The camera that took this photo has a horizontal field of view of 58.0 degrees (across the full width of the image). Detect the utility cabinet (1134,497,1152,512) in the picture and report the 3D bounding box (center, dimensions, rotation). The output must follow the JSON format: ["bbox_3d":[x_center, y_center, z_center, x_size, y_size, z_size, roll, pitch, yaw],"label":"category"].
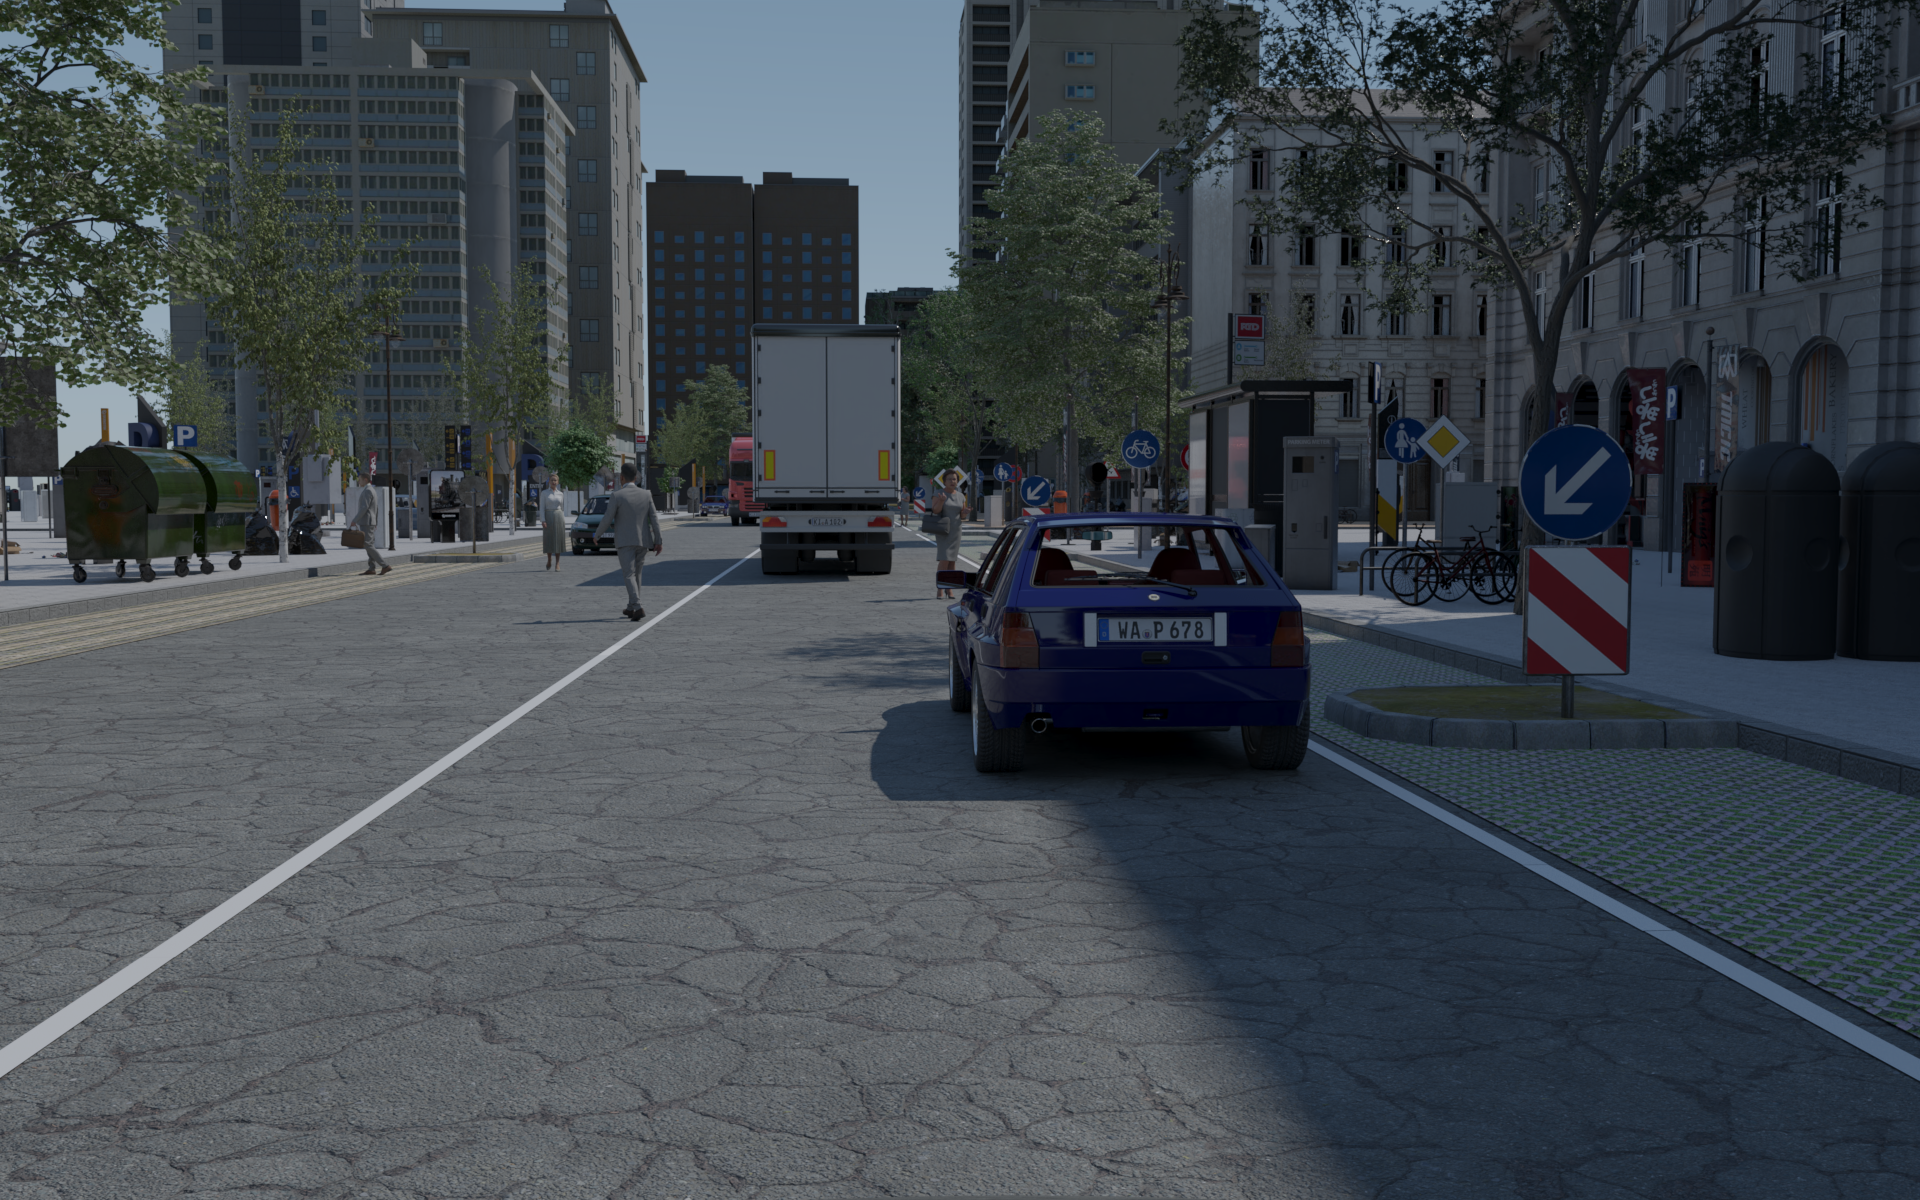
[{"bbox_3d":[4.201,-1.748,39.740,0.306,1.237,1.020,0,4,-2],"label":"utility cabinet"}]

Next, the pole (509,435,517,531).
[{"bbox_3d":[-15.319,-4.003,59.292,0.158,3.312,0.155,0,3,0],"label":"pole"}]

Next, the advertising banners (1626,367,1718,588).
[{"bbox_3d":[10.209,-1.685,23.744,2.074,3.025,0.090,1,4,21],"label":"advertising banners"}]

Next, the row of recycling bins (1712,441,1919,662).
[{"bbox_3d":[7.797,-0.395,13.578,3.534,1.692,1.069,0,4,2],"label":"row of recycling bins"}]

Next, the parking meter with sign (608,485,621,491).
[{"bbox_3d":[-23.689,-7.589,120.345,1.738,3.016,0.543,1,4,17],"label":"parking meter with sign"}]

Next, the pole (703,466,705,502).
[{"bbox_3d":[-18.878,-8.182,127.617,0.158,3.312,0.155,0,3,0],"label":"pole"}]

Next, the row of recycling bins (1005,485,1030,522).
[{"bbox_3d":[2.820,-4.440,79.713,1.069,1.692,3.534,-1,4,-10],"label":"row of recycling bins"}]

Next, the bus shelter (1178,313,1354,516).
[{"bbox_3d":[5.913,-3.578,36.137,2.179,5.291,8.768,0,4,-4],"label":"bus shelter"}]

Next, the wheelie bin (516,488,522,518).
[{"bbox_3d":[-23.290,-5.089,91.109,0.693,1.594,0.980,-1,4,-10],"label":"wheelie bin"}]

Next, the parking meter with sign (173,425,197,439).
[{"bbox_3d":[-19.902,-2.950,44.499,0.543,3.016,1.738,-2,4,-26],"label":"parking meter with sign"}]

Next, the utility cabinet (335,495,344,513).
[{"bbox_3d":[-42.050,-6.526,117.854,1.020,1.237,0.306,1,4,17],"label":"utility cabinet"}]

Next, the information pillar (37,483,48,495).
[{"bbox_3d":[-63.204,-7.025,119.348,0.304,2.012,0.304,-2,4,-32],"label":"information pillar"}]

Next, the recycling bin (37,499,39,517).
[{"bbox_3d":[-51.939,-5.147,96.704,0.722,1.027,0.722,-3,5,-40],"label":"recycling bin"}]

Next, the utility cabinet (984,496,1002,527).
[{"bbox_3d":[1.294,-3.482,68.089,0.306,1.237,1.020,2,4,27],"label":"utility cabinet"}]

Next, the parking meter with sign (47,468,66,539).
[{"bbox_3d":[-26.155,-3.328,50.677,0.543,3.016,1.738,0,4,5],"label":"parking meter with sign"}]

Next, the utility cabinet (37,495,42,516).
[{"bbox_3d":[-53.215,-5.422,99.812,1.020,1.237,0.306,2,4,31],"label":"utility cabinet"}]

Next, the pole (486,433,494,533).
[{"bbox_3d":[-15.618,-3.895,57.522,0.158,3.312,0.155,0,3,0],"label":"pole"}]

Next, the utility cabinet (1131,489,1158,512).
[{"bbox_3d":[7.600,-3.831,71.314,1.173,1.500,0.318,3,5,44],"label":"utility cabinet"}]

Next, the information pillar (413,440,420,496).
[{"bbox_3d":[-23.412,-5.094,74.634,0.183,3.616,0.504,-3,5,-45],"label":"information pillar"}]

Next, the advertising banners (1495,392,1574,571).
[{"bbox_3d":[9.744,-2.025,29.292,2.074,3.025,0.090,-3,4,-37],"label":"advertising banners"}]

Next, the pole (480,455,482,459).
[{"bbox_3d":[-25.124,-5.929,90.783,0.158,3.312,0.155,0,3,0],"label":"pole"}]

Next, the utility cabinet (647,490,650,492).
[{"bbox_3d":[-18.148,-5.466,98.053,1.173,1.500,0.318,0,4,6],"label":"utility cabinet"}]

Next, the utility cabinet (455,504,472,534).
[{"bbox_3d":[-15.941,-2.757,56.238,1.020,1.237,0.306,0,4,-2],"label":"utility cabinet"}]

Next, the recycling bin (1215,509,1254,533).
[{"bbox_3d":[4.824,-1.063,29.937,0.722,1.027,0.722,0,4,-3],"label":"recycling bin"}]

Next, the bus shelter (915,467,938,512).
[{"bbox_3d":[-2.068,-7.916,123.356,2.014,3.302,5.546,0,4,-4],"label":"bus shelter"}]

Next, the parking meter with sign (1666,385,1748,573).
[{"bbox_3d":[12.346,-1.938,27.952,1.738,3.016,0.543,0,4,5],"label":"parking meter with sign"}]

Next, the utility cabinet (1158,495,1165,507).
[{"bbox_3d":[10.118,-4.740,88.658,0.306,1.237,1.020,-3,4,-38],"label":"utility cabinet"}]

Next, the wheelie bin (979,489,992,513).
[{"bbox_3d":[1.699,-6.685,117.215,0.980,1.594,0.693,-3,4,-38],"label":"wheelie bin"}]

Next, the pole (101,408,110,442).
[{"bbox_3d":[-20.277,-2.894,41.157,0.158,3.312,0.155,0,3,0],"label":"pole"}]

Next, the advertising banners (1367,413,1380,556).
[{"bbox_3d":[8.798,-2.490,36.898,0.090,3.025,2.074,0,4,8],"label":"advertising banners"}]

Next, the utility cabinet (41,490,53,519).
[{"bbox_3d":[-46.836,-4.949,89.595,1.173,1.500,0.318,-3,4,-38],"label":"utility cabinet"}]

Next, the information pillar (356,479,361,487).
[{"bbox_3d":[-27.278,-4.545,78.810,0.304,2.012,0.304,2,4,35],"label":"information pillar"}]

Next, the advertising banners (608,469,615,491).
[{"bbox_3d":[-18.161,-5.955,93.549,2.074,3.025,0.090,0,4,7],"label":"advertising banners"}]

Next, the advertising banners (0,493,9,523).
[{"bbox_3d":[-43.259,-4.916,76.559,2.074,3.025,0.090,-2,4,-25],"label":"advertising banners"}]

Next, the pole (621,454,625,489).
[{"bbox_3d":[-17.071,-5.747,87.813,0.158,3.312,0.155,0,3,0],"label":"pole"}]

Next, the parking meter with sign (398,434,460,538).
[{"bbox_3d":[-15.491,-3.317,50.494,1.738,3.016,0.543,-1,4,-10],"label":"parking meter with sign"}]

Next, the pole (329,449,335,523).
[{"bbox_3d":[-28.308,-5.150,78.042,0.158,3.312,0.155,0,3,0],"label":"pole"}]

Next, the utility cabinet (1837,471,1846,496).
[{"bbox_3d":[8.161,-0.513,17.062,0.318,1.500,1.173,-1,4,-17],"label":"utility cabinet"}]

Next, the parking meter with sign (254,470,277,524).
[{"bbox_3d":[-29.991,-4.821,75.081,1.738,3.016,0.543,-2,4,-28],"label":"parking meter with sign"}]

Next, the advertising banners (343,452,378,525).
[{"bbox_3d":[-24.492,-4.567,70.850,0.090,3.025,2.074,1,4,22],"label":"advertising banners"}]

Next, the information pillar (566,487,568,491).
[{"bbox_3d":[-24.904,-7.236,109.669,0.183,3.616,0.504,-1,4,-17],"label":"information pillar"}]

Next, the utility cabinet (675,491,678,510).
[{"bbox_3d":[-21.873,-7.703,134.627,0.318,1.500,1.173,-2,4,-31],"label":"utility cabinet"}]

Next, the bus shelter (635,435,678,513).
[{"bbox_3d":[-21.107,-8.728,120.342,2.179,5.291,8.768,0,4,-4],"label":"bus shelter"}]

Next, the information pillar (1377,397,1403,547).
[{"bbox_3d":[10.275,-3.075,41.639,0.504,3.616,0.183,0,4,-7],"label":"information pillar"}]

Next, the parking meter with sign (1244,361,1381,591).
[{"bbox_3d":[4.713,-1.652,23.264,1.738,3.016,0.543,1,4,22],"label":"parking meter with sign"}]

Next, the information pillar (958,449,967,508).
[{"bbox_3d":[0.130,-6.004,89.521,0.504,3.616,0.183,-1,4,-18],"label":"information pillar"}]

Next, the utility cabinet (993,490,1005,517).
[{"bbox_3d":[2.409,-5.242,94.381,1.173,1.500,0.318,0,4,4],"label":"utility cabinet"}]

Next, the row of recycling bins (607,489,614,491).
[{"bbox_3d":[-26.037,-7.514,129.969,3.534,1.692,1.069,3,4,36],"label":"row of recycling bins"}]

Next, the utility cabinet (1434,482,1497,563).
[{"bbox_3d":[9.391,-1.437,32.180,1.173,1.500,0.318,-1,4,-22],"label":"utility cabinet"}]

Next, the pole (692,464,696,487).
[{"bbox_3d":[-17.915,-7.512,116.669,0.158,3.312,0.155,0,3,0],"label":"pole"}]

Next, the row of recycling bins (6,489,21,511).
[{"bbox_3d":[-71.151,-7.481,129.430,1.069,1.692,3.534,3,5,41],"label":"row of recycling bins"}]

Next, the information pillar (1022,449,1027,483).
[{"bbox_3d":[3.327,-5.996,89.382,0.183,3.616,0.504,-1,4,-21],"label":"information pillar"}]

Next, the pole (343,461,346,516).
[{"bbox_3d":[-36.123,-6.597,101.710,0.158,3.312,0.155,0,3,0],"label":"pole"}]

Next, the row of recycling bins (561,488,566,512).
[{"bbox_3d":[-29.607,-7.447,128.875,1.069,1.692,3.534,-1,4,-11],"label":"row of recycling bins"}]
